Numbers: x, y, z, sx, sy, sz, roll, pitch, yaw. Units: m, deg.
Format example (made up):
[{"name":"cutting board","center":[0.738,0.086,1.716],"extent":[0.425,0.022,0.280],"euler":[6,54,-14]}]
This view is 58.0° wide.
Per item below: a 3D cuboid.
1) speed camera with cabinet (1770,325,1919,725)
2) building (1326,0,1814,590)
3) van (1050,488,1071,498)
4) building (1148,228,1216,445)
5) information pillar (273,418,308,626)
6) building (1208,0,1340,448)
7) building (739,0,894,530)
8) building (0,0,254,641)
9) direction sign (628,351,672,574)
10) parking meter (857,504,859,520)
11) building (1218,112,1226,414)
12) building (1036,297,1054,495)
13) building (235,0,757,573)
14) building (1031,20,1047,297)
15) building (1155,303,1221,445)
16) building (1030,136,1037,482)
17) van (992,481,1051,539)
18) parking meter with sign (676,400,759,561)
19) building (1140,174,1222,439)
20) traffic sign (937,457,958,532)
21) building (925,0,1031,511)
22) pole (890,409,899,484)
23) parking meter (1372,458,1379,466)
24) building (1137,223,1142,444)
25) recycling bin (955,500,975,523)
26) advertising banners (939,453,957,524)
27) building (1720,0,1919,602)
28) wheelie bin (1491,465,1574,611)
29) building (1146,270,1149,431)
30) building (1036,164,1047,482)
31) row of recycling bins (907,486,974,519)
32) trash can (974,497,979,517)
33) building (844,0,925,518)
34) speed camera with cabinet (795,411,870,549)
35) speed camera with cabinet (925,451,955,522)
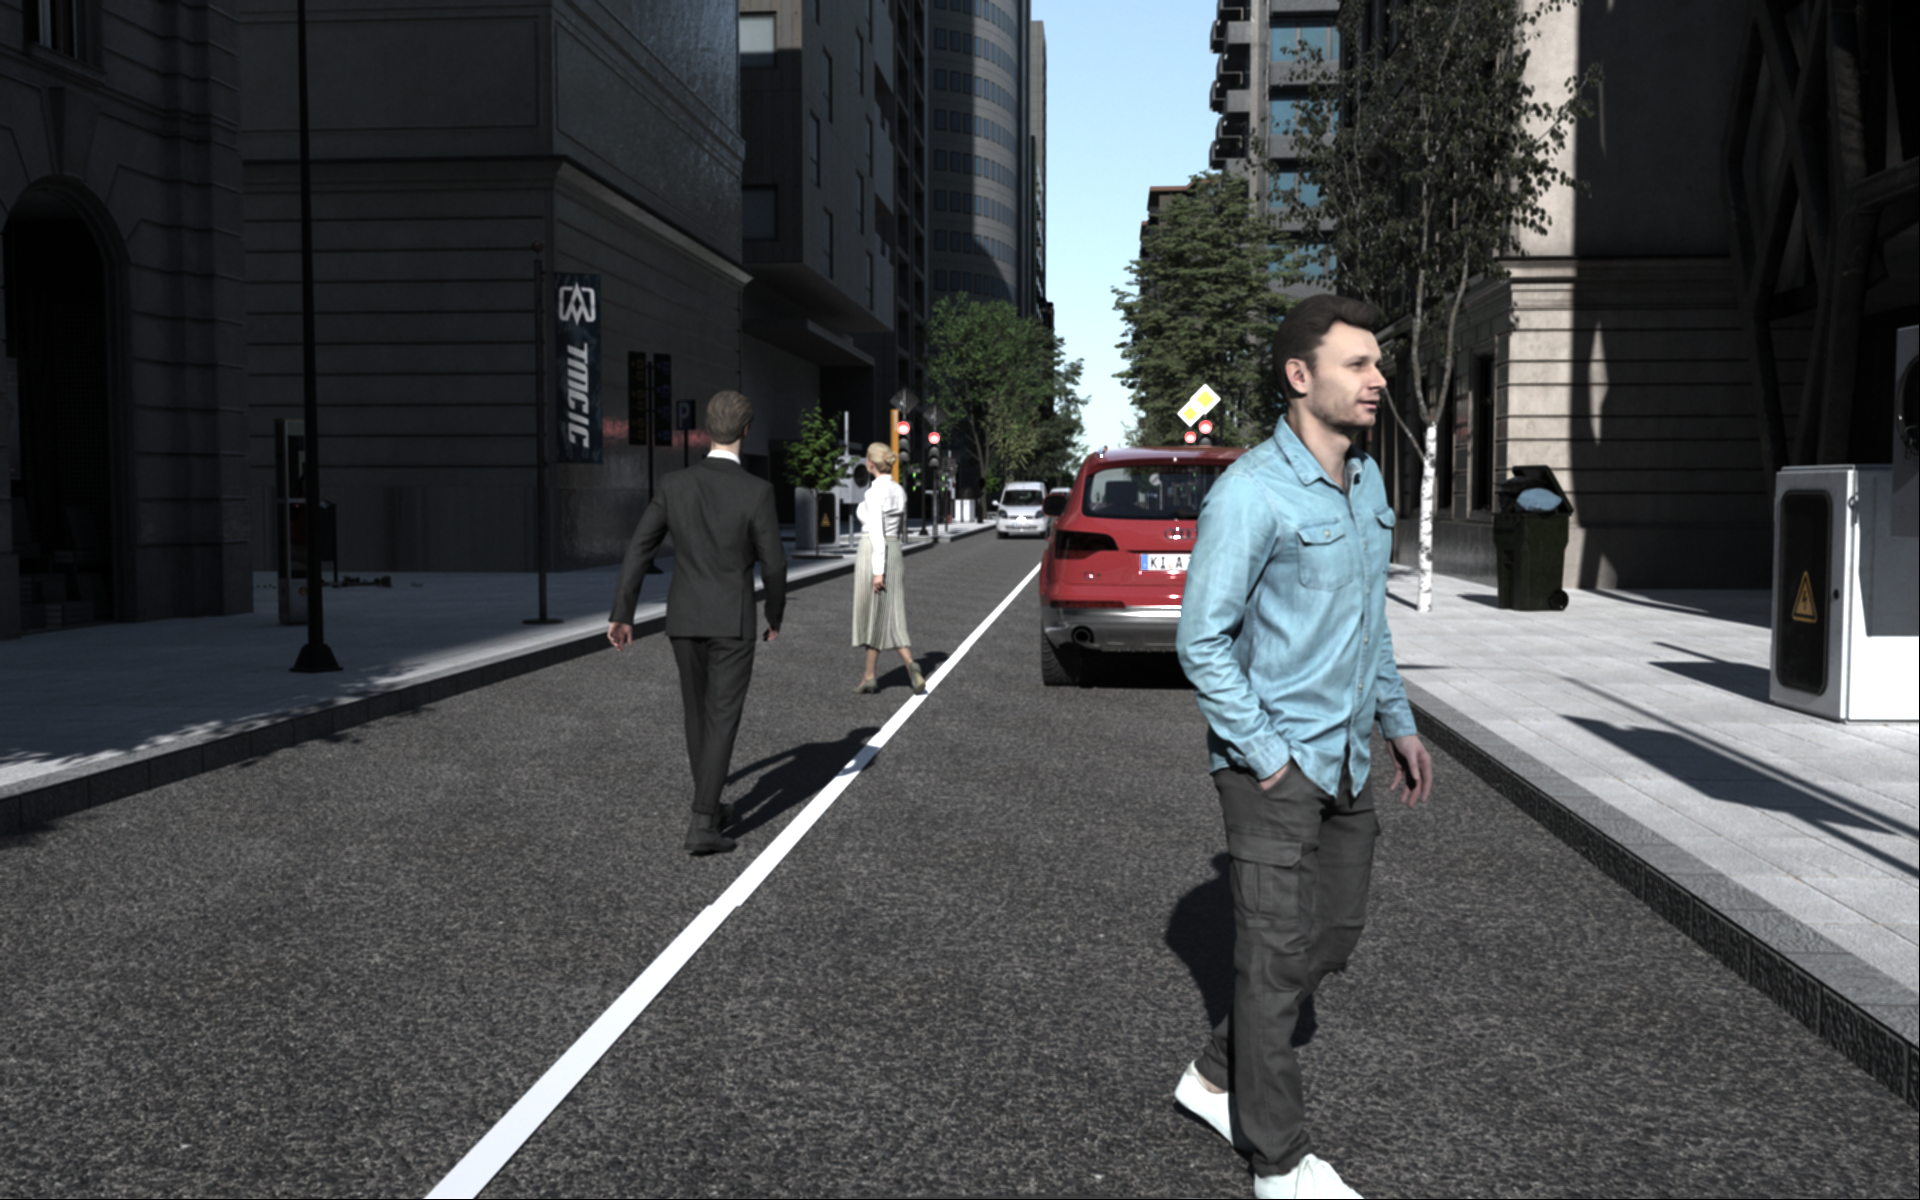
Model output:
[{"name":"speed camera with cabinet","center":[5.173,-0.925,9.453],"extent":[0.660,3.252,2.038],"euler":[0,4,2]},{"name":"building","center":[12.762,-10.212,31.595],"extent":[10.561,19.102,19.286],"euler":[0,4,5]},{"name":"van","center":[6.397,-6.294,109.918],"extent":[2.013,2.044,4.112],"euler":[0,4,5]},{"name":"building","center":[28.525,-25.730,192.393],"extent":[14.160,30.474,14.107],"euler":[0,4,5]},{"name":"information pillar","center":[-6.501,-0.763,16.975],"extent":[0.304,2.012,0.304],"euler":[-3,5,-39]},{"name":"building","center":[25.535,-29.156,96.311],"extent":[23.786,49.044,30.456],"euler":[0,4,5]},{"name":"building","center":[-17.258,-29.291,68.148],"extent":[28.713,52.752,27.495],"euler":[0,4,5]},{"name":"building","center":[-14.488,-10.114,7.164],"extent":[13.314,21.916,24.055],"euler":[0,4,5]},{"name":"direction sign","center":[-4.975,-2.193,27.860],"extent":[0.379,3.537,0.876],"euler":[3,4,39]},{"name":"parking meter","center":[-4.897,-4.698,85.229],"extent":[0.372,1.533,0.369],"euler":[0,3,0]},{"name":"building","center":[34.286,-27.558,142.450],"extent":[32.217,40.220,23.993],"euler":[0,4,5]},{"name":"building","center":[6.405,-29.326,251.180],"extent":[14.160,30.474,14.107],"euler":[0,4,5]},{"name":"building","center":[-20.098,-12.396,35.960],"extent":[30.059,22.955,16.112],"euler":[0,4,5]},{"name":"building","center":[5.135,-50.755,268.098],"extent":[20.563,71.187,20.611],"euler":[0,4,5]},{"name":"building","center":[33.537,-19.918,170.703],"extent":[27.650,21.520,28.899],"euler":[0,4,5]},{"name":"building","center":[1.186,-31.130,192.562],"extent":[14.154,41.232,14.086],"euler":[0,4,5]},{"name":"van","center":[2.085,-3.018,56.348],"extent":[2.013,2.044,4.112],"euler":[0,4,5]},{"name":"parking meter with sign","center":[-4.453,-2.231,32.745],"extent":[1.738,3.016,0.543],"euler":[-3,5,-40]},{"name":"building","center":[36.982,-35.849,240.759],"extent":[22.147,44.769,28.867],"euler":[0,4,5]},{"name":"traffic sign","center":[-0.466,-3.614,59.203],"extent":[0.768,2.556,0.104],"euler":[1,4,10]},{"name":"building","center":[-4.140,-38.458,170.791],"extent":[21.231,58.520,28.212],"euler":[0,4,5]},{"name":"pole","center":[-1.575,-2.931,41.763],"extent":[0.158,3.312,0.155],"euler":[0,3,0]},{"name":"parking meter","center":[6.568,-1.364,28.017],"extent":[0.255,1.863,0.399],"euler":[3,4,39]},{"name":"building","center":[38.962,-37.645,270.111],"extent":[22.147,44.769,28.867],"euler":[0,4,5]},{"name":"recycling bin","center":[0.223,-4.011,78.141],"extent":[0.722,1.027,0.722],"euler":[1,4,23]},{"name":"advertising banners","center":[-0.502,-4.754,73.911],"extent":[0.090,3.025,2.074],"euler":[1,4,21]},{"name":"building","center":[15.598,-8.920,13.287],"extent":[16.820,18.784,16.811],"euler":[0,4,5]},{"name":"wheelie bin","center":[6.316,-0.688,19.152],"extent":[0.693,1.594,0.980],"euler":[-1,4,-17]},{"name":"building","center":[30.709,-27.408,219.814],"extent":[14.160,30.474,14.107],"euler":[0,4,5]},{"name":"building","center":[-0.593,-37.265,228.885],"extent":[23.786,49.044,30.456],"euler":[0,4,5]},{"name":"row of recycling bins","center":[-1.033,-5.152,91.354],"extent":[3.534,1.692,1.069],"euler":[0,4,-6]},{"name":"trash can","center":[0.728,-5.162,96.046],"extent":[0.748,1.137,0.748],"euler":[0,3,0]},{"name":"building","center":[-10.513,-40.611,102.241],"extent":[20.563,71.187,20.611],"euler":[0,4,5]},{"name":"speed camera with cabinet","center":[-2.998,-2.849,40.909],"extent":[0.660,3.252,2.038],"euler":[3,4,38]},{"name":"speed camera with cabinet","center":[-0.970,-5.213,79.569],"extent":[0.660,3.252,2.038],"euler":[-2,4,-30]}]
